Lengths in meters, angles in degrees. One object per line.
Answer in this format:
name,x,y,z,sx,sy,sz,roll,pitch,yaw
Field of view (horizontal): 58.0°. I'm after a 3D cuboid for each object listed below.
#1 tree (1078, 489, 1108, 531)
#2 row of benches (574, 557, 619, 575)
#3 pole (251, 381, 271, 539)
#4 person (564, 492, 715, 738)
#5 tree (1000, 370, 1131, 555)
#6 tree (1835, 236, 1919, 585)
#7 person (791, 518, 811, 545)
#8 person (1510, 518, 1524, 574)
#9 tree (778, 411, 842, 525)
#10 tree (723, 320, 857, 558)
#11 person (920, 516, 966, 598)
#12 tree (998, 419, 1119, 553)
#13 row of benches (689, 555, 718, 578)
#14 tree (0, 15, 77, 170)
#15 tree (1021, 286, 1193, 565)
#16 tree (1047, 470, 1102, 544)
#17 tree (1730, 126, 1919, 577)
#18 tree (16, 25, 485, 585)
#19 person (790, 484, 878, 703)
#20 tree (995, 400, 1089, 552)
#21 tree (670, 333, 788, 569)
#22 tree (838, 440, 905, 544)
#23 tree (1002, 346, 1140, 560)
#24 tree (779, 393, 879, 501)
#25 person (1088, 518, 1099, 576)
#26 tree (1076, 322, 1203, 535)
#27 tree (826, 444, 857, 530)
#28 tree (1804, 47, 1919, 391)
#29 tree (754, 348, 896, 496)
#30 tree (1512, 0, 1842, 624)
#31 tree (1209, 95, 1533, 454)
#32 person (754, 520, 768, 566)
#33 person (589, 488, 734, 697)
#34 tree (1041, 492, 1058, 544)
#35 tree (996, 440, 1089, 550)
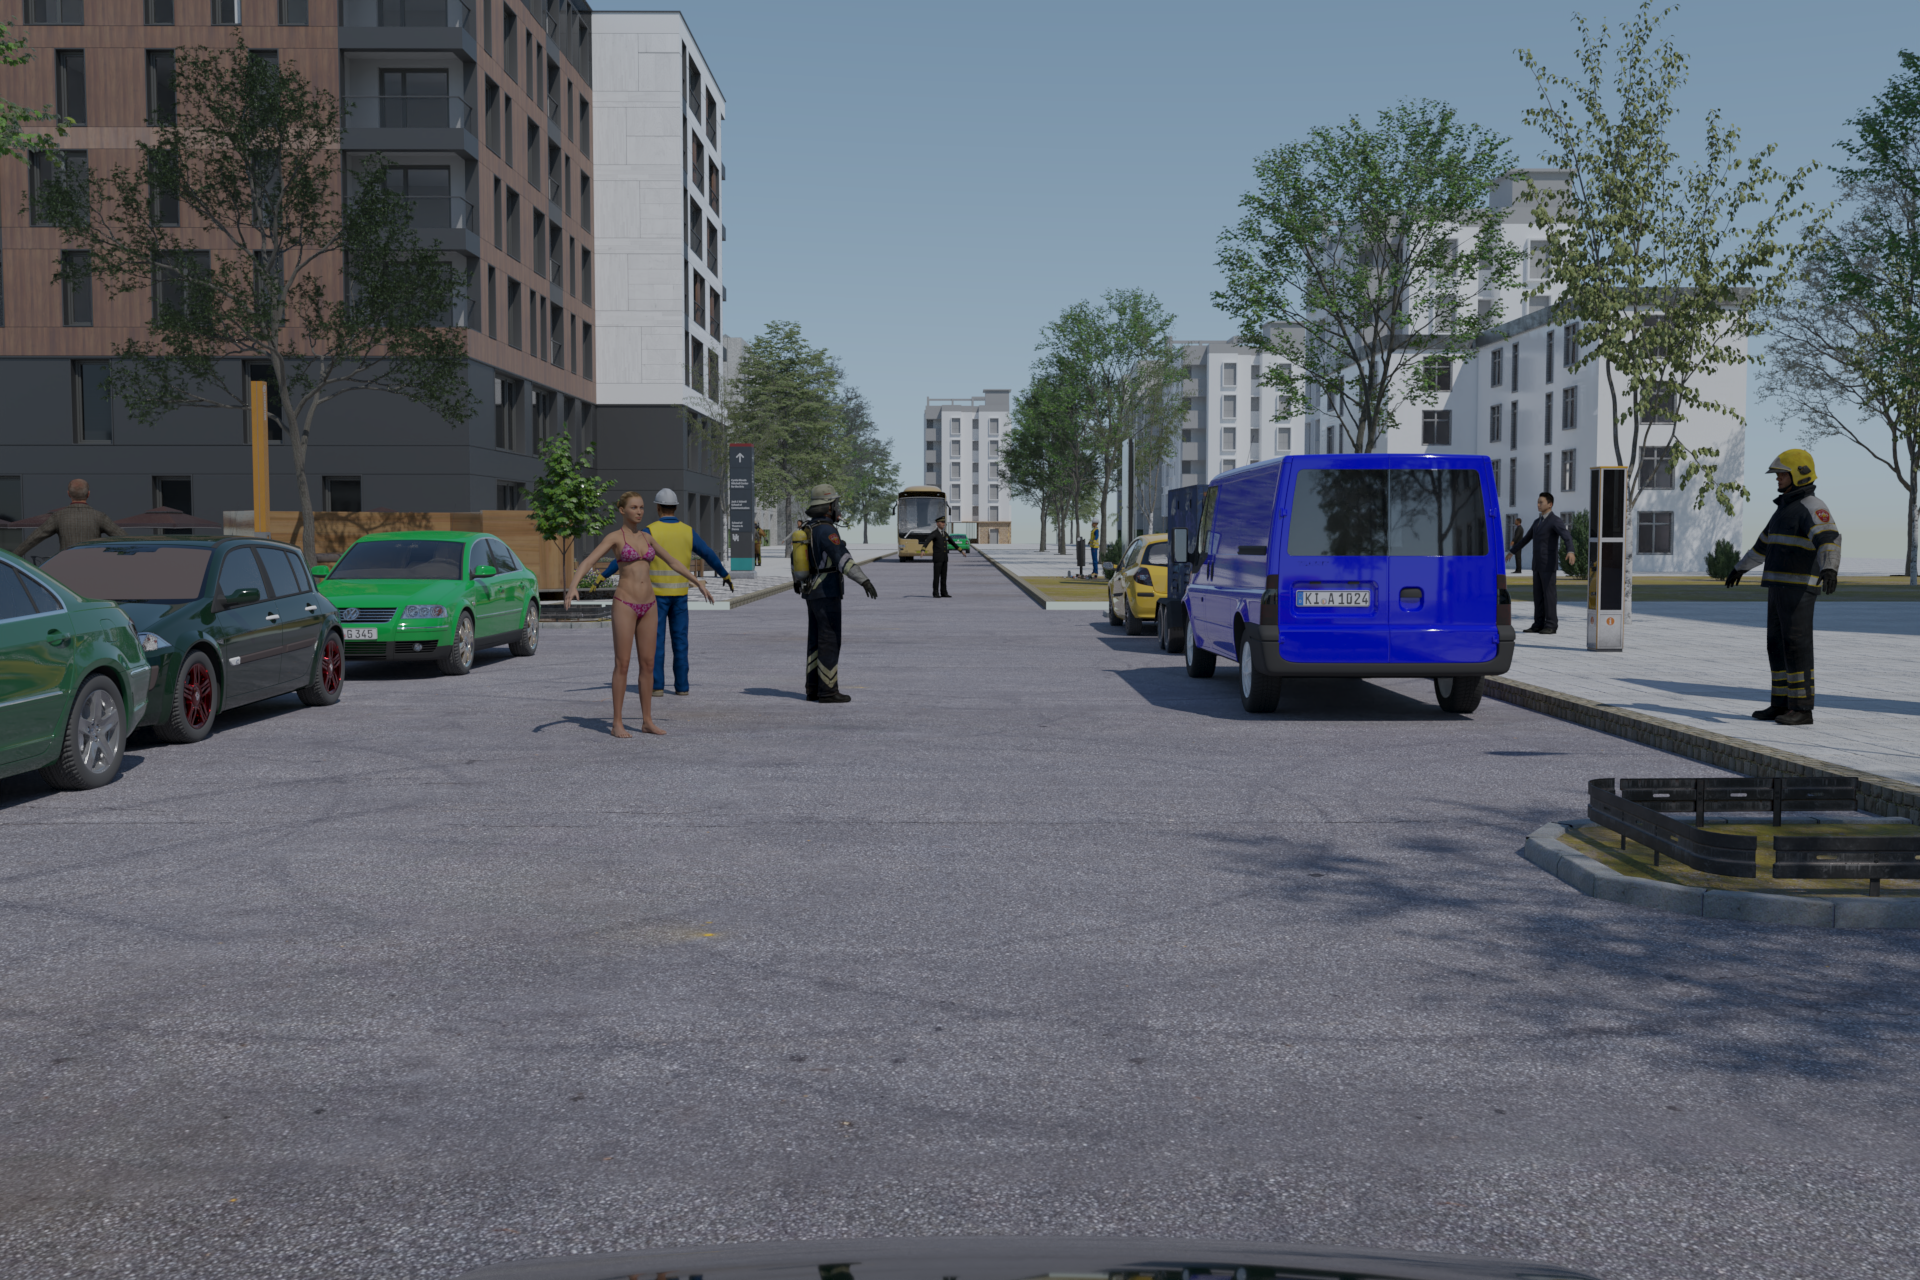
tree,17.576,-17.121,230.295,4.737,8.622,4.395,0,3,0
row of benches,-10.668,-1.890,46.357,4.104,0.672,1.422,-1,4,-9
pole,-9.369,-1.798,23.239,0.158,3.312,0.155,0,3,0
person,-2.271,-0.184,12.267,1.217,1.733,0.721,-3,5,-43
tree,6.476,-11.023,105.989,9.928,11.665,9.643,0,3,0
tree,24.033,-5.661,42.920,4.737,8.622,4.395,0,3,0
person,-5.236,-3.316,60.077,1.347,1.847,0.705,-3,4,-36
person,18.125,-3.064,56.318,0.704,1.802,1.346,2,4,28
tree,-8.935,-9.158,100.092,4.360,8.622,3.978,0,3,0
tree,-9.579,-10.671,92.593,7.486,12.596,7.792,0,3,0
person,-0.420,-1.867,38.911,1.347,1.837,0.705,-3,5,-42
tree,6.680,-11.041,114.926,8.767,10.594,7.601,0,4,3
row of benches,-8.158,-2.121,50.134,1.422,0.672,4.104,1,4,16
tree,-11.559,-5.428,14.502,9.928,11.665,9.643,0,3,0
tree,6.128,-8.975,72.499,9.928,11.665,9.643,0,3,0
tree,14.843,-18.676,223.479,7.486,12.596,7.792,0,3,0
tree,28.617,-8.657,51.909,12.009,13.543,11.850,0,3,0
tree,-12.370,-5.983,32.230,7.601,10.594,8.767,1,4,22
person,-1.138,-0.401,14.788,0.705,1.856,1.354,-2,4,-33
tree,5.987,-12.107,123.708,9.928,11.665,9.643,0,3,0
tree,-8.980,-6.968,64.296,4.360,8.622,3.978,0,3,0
tree,-12.327,-19.635,227.683,9.857,13.997,8.962,0,3,0
tree,5.636,-9.308,86.606,7.601,10.594,8.767,-1,4,-9
tree,-9.750,-12.320,127.194,9.928,11.665,9.643,0,3,0
person,4.066,-2.864,53.290,0.721,1.772,1.216,0,4,-3
tree,6.755,-6.707,60.020,4.360,8.622,3.978,0,3,0
tree,-9.614,-11.254,134.365,4.737,8.622,4.395,0,3,0
tree,20.758,-6.611,33.839,9.928,11.665,9.643,0,3,0
tree,-9.323,-12.433,113.642,12.009,13.543,11.850,0,3,0
tree,9.525,-4.514,24.170,4.737,8.622,4.395,0,3,0
tree,9.711,-7.076,41.455,9.928,11.665,9.643,0,3,0
person,-8.126,-3.870,69.038,1.354,1.858,0.705,2,4,35
person,-2.607,-0.424,15.364,1.349,1.833,0.705,-2,4,-30
tree,12.665,-17.120,230.281,4.737,8.622,4.395,0,3,0
tree,6.467,-12.260,134.862,8.767,10.594,7.601,1,4,21
